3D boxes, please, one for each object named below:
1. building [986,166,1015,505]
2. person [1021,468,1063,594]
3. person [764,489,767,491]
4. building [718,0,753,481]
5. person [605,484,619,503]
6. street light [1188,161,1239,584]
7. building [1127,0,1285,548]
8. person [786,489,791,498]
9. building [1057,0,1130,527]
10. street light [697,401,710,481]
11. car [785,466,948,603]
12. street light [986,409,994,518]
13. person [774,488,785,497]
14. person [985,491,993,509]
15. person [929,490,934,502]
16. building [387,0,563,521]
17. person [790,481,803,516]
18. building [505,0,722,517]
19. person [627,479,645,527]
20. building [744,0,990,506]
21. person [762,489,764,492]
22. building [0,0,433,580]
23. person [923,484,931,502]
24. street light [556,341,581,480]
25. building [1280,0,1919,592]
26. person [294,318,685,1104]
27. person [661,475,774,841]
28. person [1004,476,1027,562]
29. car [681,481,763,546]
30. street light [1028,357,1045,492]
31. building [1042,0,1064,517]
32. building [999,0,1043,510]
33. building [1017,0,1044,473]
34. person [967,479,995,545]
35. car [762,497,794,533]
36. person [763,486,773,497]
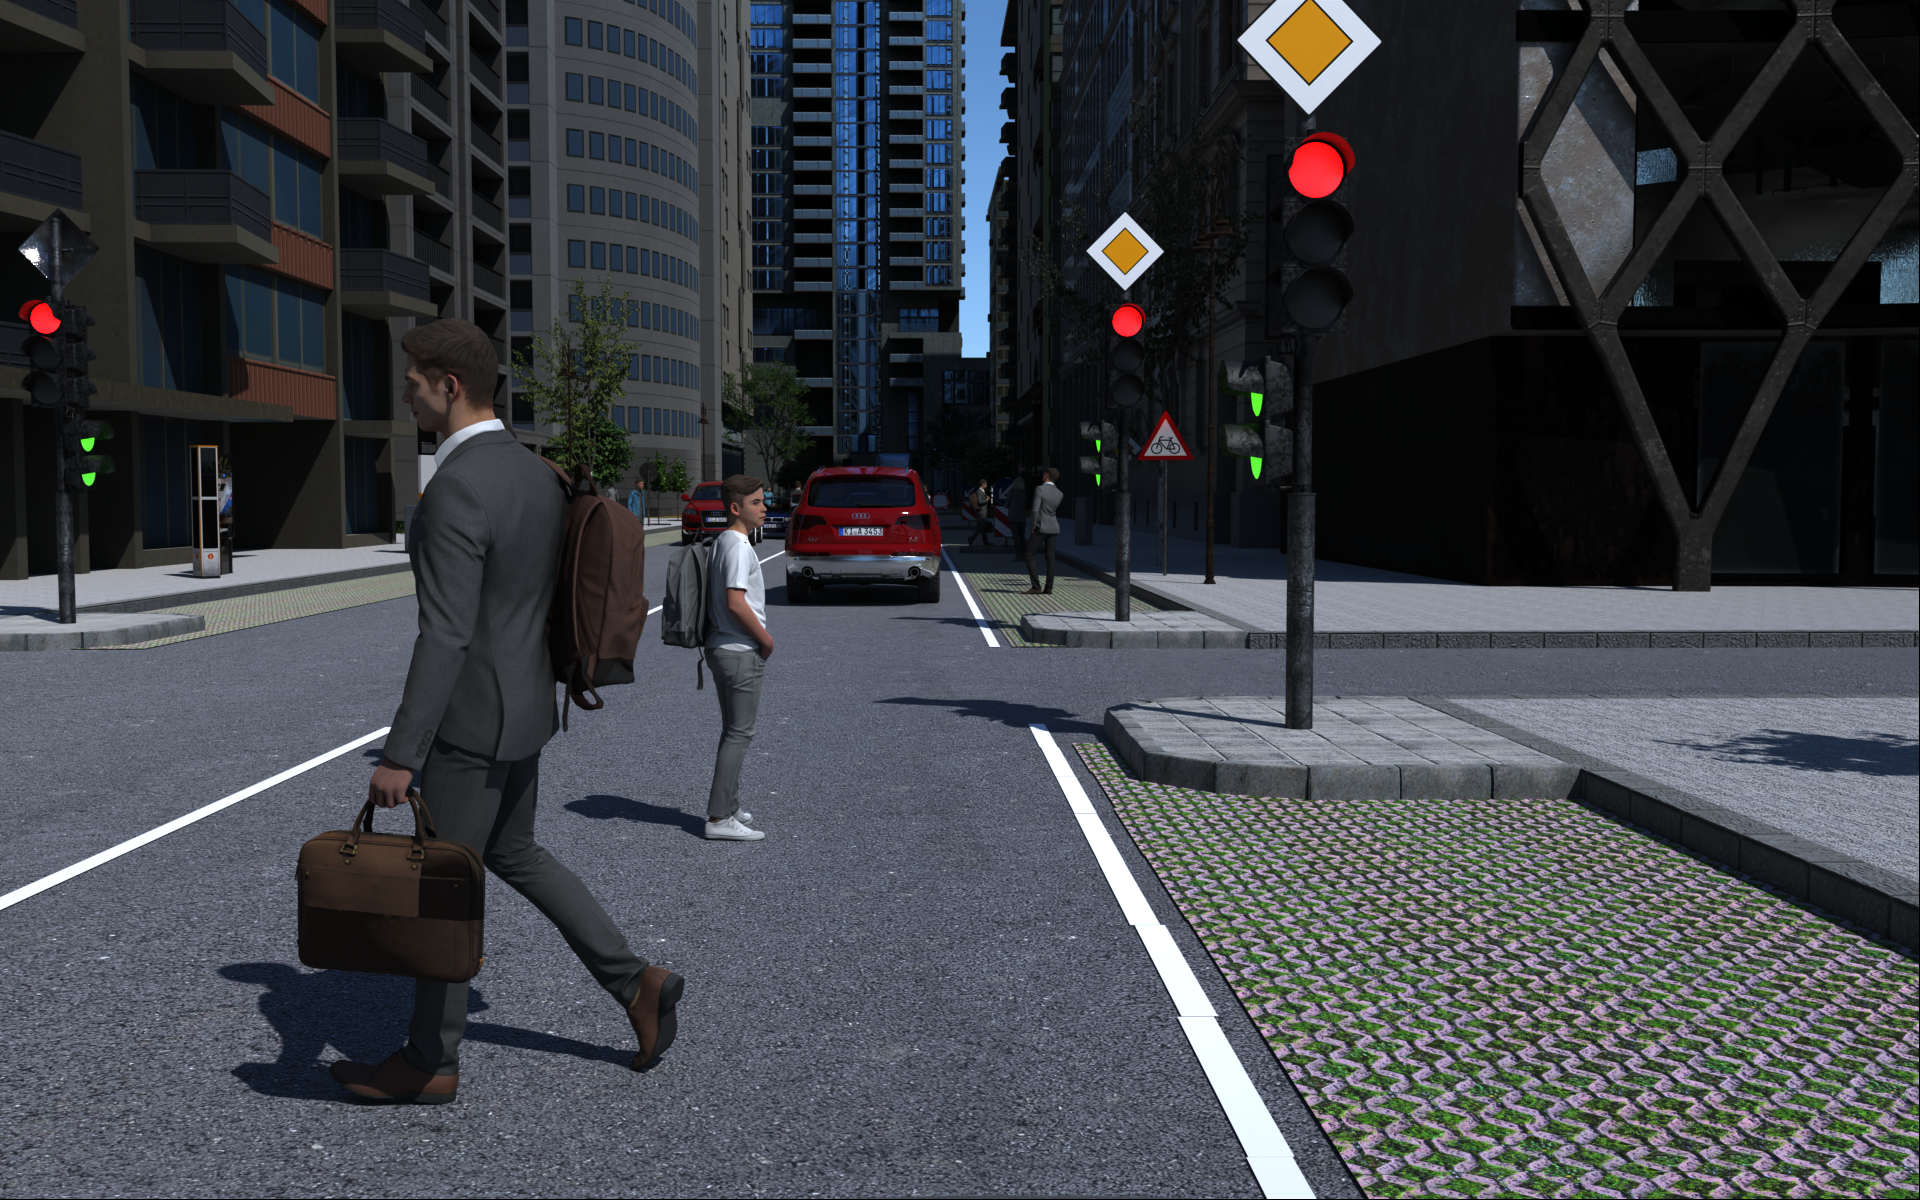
[{"bbox_3d":[15.320,-30.788,195.264,23.993,40.220,32.217,0,4,-2],"label":"building"},{"bbox_3d":[1.170,-0.975,24.625,0.592,1.802,0.473,-2,4,-25],"label":"person"},{"bbox_3d":[-16.736,-8.709,149.374,0.436,1.711,0.756,-3,4,-37],"label":"person"},{"bbox_3d":[-32.244,-34.300,150.049,27.495,52.752,28.713,0,4,-2],"label":"building"},{"bbox_3d":[-17.849,-5.048,88.691,0.709,1.813,0.853,-2,4,-33],"label":"person"},{"bbox_3d":[3.562,-3.165,24.537,0.468,5.910,1.993,0,4,-2],"label":"street light"},{"bbox_3d":[12.488,-16.136,51.220,14.401,28.519,23.554,0,4,-2],"label":"building"},{"bbox_3d":[-14.429,-8.589,147.193,0.721,1.743,1.217,3,5,42],"label":"person"},{"bbox_3d":[11.170,-18.367,77.787,11.434,29.767,29.804,0,4,-2],"label":"building"},{"bbox_3d":[-12.788,-6.955,86.497,0.468,5.910,1.993,0,4,-2],"label":"street light"},{"bbox_3d":[-1.298,-0.957,24.319,2.281,1.827,5.304,0,4,-1],"label":"car"},{"bbox_3d":[1.590,-7.297,92.095,0.468,5.910,1.993,0,4,-2],"label":"street light"},{"bbox_3d":[-14.153,-7.844,135.081,1.217,1.735,0.721,1,4,21],"label":"person"},{"bbox_3d":[2.588,-8.934,152.141,1.348,1.821,0.705,-1,4,-9],"label":"person"},{"bbox_3d":[-2.829,-9.698,166.693,0.705,1.869,1.348,2,4,35],"label":"person"},{"bbox_3d":[-26.809,-38.427,66.528,20.563,71.187,20.611,0,4,-2],"label":"building"},{"bbox_3d":[-5.000,-2.772,53.789,0.622,1.834,0.822,0,4,7],"label":"person"},{"bbox_3d":[-26.801,-34.472,105.620,21.231,58.520,28.212,0,4,-2],"label":"building"},{"bbox_3d":[-7.441,-1.895,39.828,0.444,1.785,0.601,3,4,37],"label":"person"},{"bbox_3d":[-12.583,-53.530,187.882,31.000,86.520,22.319,0,4,-2],"label":"building"},{"bbox_3d":[-19.308,-9.940,168.432,0.599,1.838,0.709,3,5,43],"label":"person"},{"bbox_3d":[-23.922,-23.248,34.723,22.147,44.769,28.867,0,4,-2],"label":"building"},{"bbox_3d":[-1.073,-2.457,49.515,0.563,1.720,0.643,-3,4,-37],"label":"person"},{"bbox_3d":[-11.813,-4.872,52.437,0.468,5.910,1.993,0,4,-2],"label":"street light"},{"bbox_3d":[15.508,-9.871,28.836,16.811,18.784,16.820,0,4,-2],"label":"building"},{"bbox_3d":[-1.084,0.269,4.062,0.822,1.834,0.622,0,4,-2],"label":"person"},{"bbox_3d":[-0.951,0.237,7.225,0.503,1.515,0.523,3,4,37],"label":"person"},{"bbox_3d":[1.159,-1.707,36.601,0.537,1.800,0.526,-1,4,-23],"label":"person"},{"bbox_3d":[-6.731,-2.487,49.338,2.281,1.827,5.304,0,4,-3],"label":"car"},{"bbox_3d":[2.553,-5.231,58.315,0.468,5.910,1.993,0,4,-2],"label":"street light"},{"bbox_3d":[11.741,-25.534,101.072,14.154,41.232,14.086,0,4,-2],"label":"building"},{"bbox_3d":[14.747,-30.345,150.758,22.147,44.769,28.867,0,4,-2],"label":"building"},{"bbox_3d":[18.241,-32.614,122.471,28.713,52.752,27.495,0,4,-2],"label":"building"},{"bbox_3d":[0.553,-2.366,47.151,0.822,1.834,0.622,-1,4,-15],"label":"person"},{"bbox_3d":[-6.052,-2.690,56.564,1.945,1.354,3.894,0,4,-3],"label":"car"},{"bbox_3d":[-9.890,-4.955,89.383,0.638,1.841,0.748,0,4,5],"label":"person"}]
